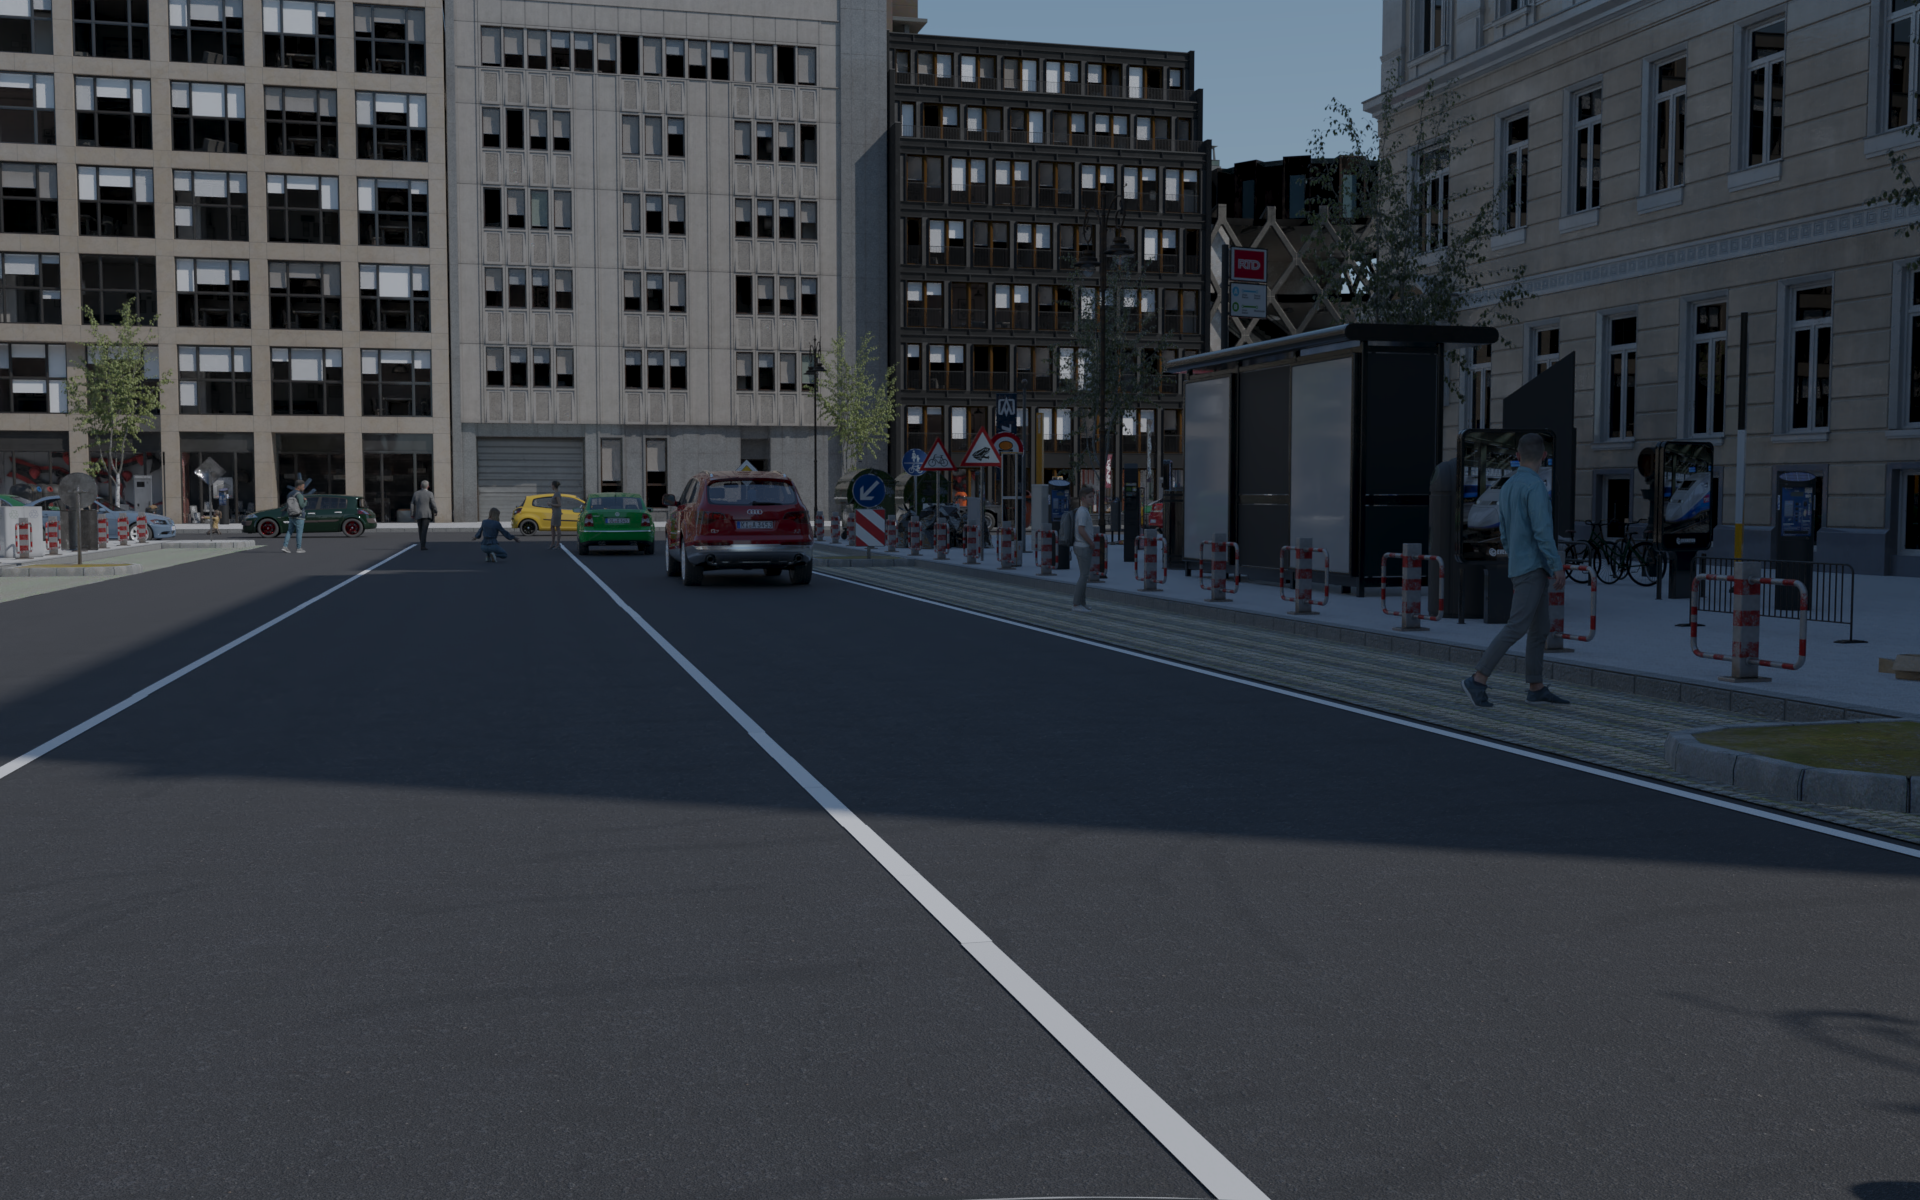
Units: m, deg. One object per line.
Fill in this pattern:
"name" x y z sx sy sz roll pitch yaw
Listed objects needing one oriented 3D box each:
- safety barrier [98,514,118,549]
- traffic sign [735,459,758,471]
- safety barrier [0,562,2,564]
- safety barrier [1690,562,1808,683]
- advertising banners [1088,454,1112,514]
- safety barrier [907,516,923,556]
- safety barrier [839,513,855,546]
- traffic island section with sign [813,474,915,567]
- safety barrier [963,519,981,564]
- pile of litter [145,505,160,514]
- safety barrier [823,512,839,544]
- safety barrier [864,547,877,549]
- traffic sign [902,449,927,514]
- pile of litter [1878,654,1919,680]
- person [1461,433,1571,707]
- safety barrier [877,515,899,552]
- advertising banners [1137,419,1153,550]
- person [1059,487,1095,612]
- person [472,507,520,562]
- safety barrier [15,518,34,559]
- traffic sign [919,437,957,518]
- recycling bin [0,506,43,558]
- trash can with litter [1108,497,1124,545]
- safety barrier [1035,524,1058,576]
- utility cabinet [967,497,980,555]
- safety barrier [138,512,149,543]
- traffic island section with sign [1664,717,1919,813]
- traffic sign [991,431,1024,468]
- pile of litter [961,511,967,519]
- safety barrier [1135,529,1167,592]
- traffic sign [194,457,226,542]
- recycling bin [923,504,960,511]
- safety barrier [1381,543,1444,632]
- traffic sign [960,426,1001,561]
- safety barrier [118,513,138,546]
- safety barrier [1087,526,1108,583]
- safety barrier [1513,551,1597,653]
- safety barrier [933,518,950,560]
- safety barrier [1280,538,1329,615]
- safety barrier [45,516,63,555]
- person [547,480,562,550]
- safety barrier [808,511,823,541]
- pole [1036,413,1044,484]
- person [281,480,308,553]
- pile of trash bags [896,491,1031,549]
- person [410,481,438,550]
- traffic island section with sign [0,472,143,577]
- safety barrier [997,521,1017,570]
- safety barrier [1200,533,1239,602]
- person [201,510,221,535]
"safety barrier" -20.145 -1.615 40.678 0.300 0.817 1.120 -1 4 -15
"traffic sign" -6.201 -2.859 50.385 0.795 2.450 0.064 -1 4 -15
"safety barrier" -17.846 -1.077 31.882 0.300 0.817 1.120 -1 4 -15
"safety barrier" 5.384 0.148 11.857 0.300 0.817 1.120 -1 4 -15
"advertising banners" 6.042 -4.830 75.159 0.090 3.025 2.074 3 4 38
"safety barrier" -0.935 -1.331 36.035 0.300 0.817 1.120 -1 4 -15
"safety barrier" -2.654 -1.734 42.623 0.300 0.817 1.120 -1 4 -15
"traffic island section with sign" -2.074 -1.597 34.744 1.989 1.847 2.006 -1 4 -15
"safety barrier" 0.213 -1.063 31.648 0.300 0.817 1.120 -1 4 -15
"pile of litter" -32.399 -3.380 69.232 1.719 0.858 1.176 1 4 13
"safety barrier" -3.225 -1.868 44.817 0.300 0.817 1.120 -1 4 -15
"safety barrier" -2.078 -1.600 40.430 0.300 0.817 1.120 -1 4 -15
"traffic sign" -1.254 -2.973 48.720 0.768 2.556 0.104 -1 4 -9
"pile of litter" 7.000 0.132 11.814 1.176 0.858 1.719 1 4 13
"person" 3.759 -0.203 11.684 0.748 1.841 0.638 1 4 8
"safety barrier" -1.506 -1.465 38.230 0.300 0.817 1.120 -1 4 -15
"advertising banners" 4.153 -2.665 39.761 0.090 3.025 2.074 1 4 21
"person" 1.486 -0.603 20.962 0.523 1.515 0.503 -2 4 -33
"person" -9.950 -1.389 36.714 1.012 1.151 0.738 1 4 13
"safety barrier" -18.420 -1.211 34.081 0.300 0.817 1.120 -1 4 -15
"traffic sign" -0.504 -2.420 39.576 0.884 2.594 0.081 -1 4 -10
"recycling bin" -19.104 -1.380 35.122 0.722 1.027 0.722 3 5 43
"trash can with litter" 3.961 -2.038 44.386 1.678 1.210 2.233 -1 4 -15
"safety barrier" 1.360 -0.793 27.247 0.300 0.817 1.120 -1 4 -15
"utility cabinet" 0.323 -1.579 36.984 0.306 1.237 1.020 0 4 2
"safety barrier" -21.297 -1.885 45.088 0.300 0.817 1.120 -1 4 -15
"traffic island section with sign" 4.732 -0.002 8.659 1.989 1.847 2.006 -1 4 -15
"traffic sign" 0.921 -2.154 35.329 0.768 2.556 0.104 -1 4 -12
"pile of litter" -0.158 -1.851 44.233 1.176 0.858 1.719 3 4 39
"safety barrier" 2.513 -0.524 22.848 0.300 0.817 1.120 -1 4 -15
"traffic sign" -20.232 -2.637 46.754 0.795 2.450 0.064 -1 4 -15
"recycling bin" -0.494 -2.039 45.899 0.722 1.027 0.722 3 5 44
"safety barrier" 4.238 -0.121 16.252 0.300 0.817 1.120 -1 4 -15
"traffic sign" 0.423 -2.028 33.169 0.884 2.594 0.081 -1 4 -10
"safety barrier" -20.715 -1.749 42.879 0.300 0.817 1.120 -1 4 -15
"safety barrier" 1.936 -0.659 25.054 0.300 0.817 1.120 -1 4 -15
"safety barrier" 4.814 0.014 14.052 0.300 0.817 1.120 -1 4 -15
"safety barrier" -0.360 -1.197 33.842 0.300 0.817 1.120 -1 4 -15
"safety barrier" 3.662 -0.255 18.445 0.300 0.817 1.120 -1 4 -15
"safety barrier" -18.993 -1.346 36.275 0.300 0.817 1.120 -1 4 -15
"person" -10.440 -2.185 44.567 0.374 1.781 0.599 -1 4 -21
"safety barrier" -3.804 -2.003 47.022 0.300 0.817 1.120 -1 4 -15
"pole" 2.011 -3.038 43.523 0.158 3.312 0.155 0 3 0
"person" -16.248 -2.053 42.409 0.623 1.781 0.721 1 4 19
"pile of trash bags" 0.183 -1.942 41.512 3.447 1.369 1.912 -2 4 -24
"person" -13.753 -2.178 44.503 0.661 1.777 0.834 0 4 -3
"traffic island section with sign" -15.760 -1.359 30.855 1.989 1.847 2.006 -1 4 -15
"safety barrier" 0.789 -0.928 29.441 0.300 0.817 1.120 -1 4 -15
"safety barrier" 3.086 -0.390 20.654 0.300 0.817 1.120 -1 4 -15
"person" -26.422 -2.734 61.133 0.695 0.859 0.347 0 4 -1
